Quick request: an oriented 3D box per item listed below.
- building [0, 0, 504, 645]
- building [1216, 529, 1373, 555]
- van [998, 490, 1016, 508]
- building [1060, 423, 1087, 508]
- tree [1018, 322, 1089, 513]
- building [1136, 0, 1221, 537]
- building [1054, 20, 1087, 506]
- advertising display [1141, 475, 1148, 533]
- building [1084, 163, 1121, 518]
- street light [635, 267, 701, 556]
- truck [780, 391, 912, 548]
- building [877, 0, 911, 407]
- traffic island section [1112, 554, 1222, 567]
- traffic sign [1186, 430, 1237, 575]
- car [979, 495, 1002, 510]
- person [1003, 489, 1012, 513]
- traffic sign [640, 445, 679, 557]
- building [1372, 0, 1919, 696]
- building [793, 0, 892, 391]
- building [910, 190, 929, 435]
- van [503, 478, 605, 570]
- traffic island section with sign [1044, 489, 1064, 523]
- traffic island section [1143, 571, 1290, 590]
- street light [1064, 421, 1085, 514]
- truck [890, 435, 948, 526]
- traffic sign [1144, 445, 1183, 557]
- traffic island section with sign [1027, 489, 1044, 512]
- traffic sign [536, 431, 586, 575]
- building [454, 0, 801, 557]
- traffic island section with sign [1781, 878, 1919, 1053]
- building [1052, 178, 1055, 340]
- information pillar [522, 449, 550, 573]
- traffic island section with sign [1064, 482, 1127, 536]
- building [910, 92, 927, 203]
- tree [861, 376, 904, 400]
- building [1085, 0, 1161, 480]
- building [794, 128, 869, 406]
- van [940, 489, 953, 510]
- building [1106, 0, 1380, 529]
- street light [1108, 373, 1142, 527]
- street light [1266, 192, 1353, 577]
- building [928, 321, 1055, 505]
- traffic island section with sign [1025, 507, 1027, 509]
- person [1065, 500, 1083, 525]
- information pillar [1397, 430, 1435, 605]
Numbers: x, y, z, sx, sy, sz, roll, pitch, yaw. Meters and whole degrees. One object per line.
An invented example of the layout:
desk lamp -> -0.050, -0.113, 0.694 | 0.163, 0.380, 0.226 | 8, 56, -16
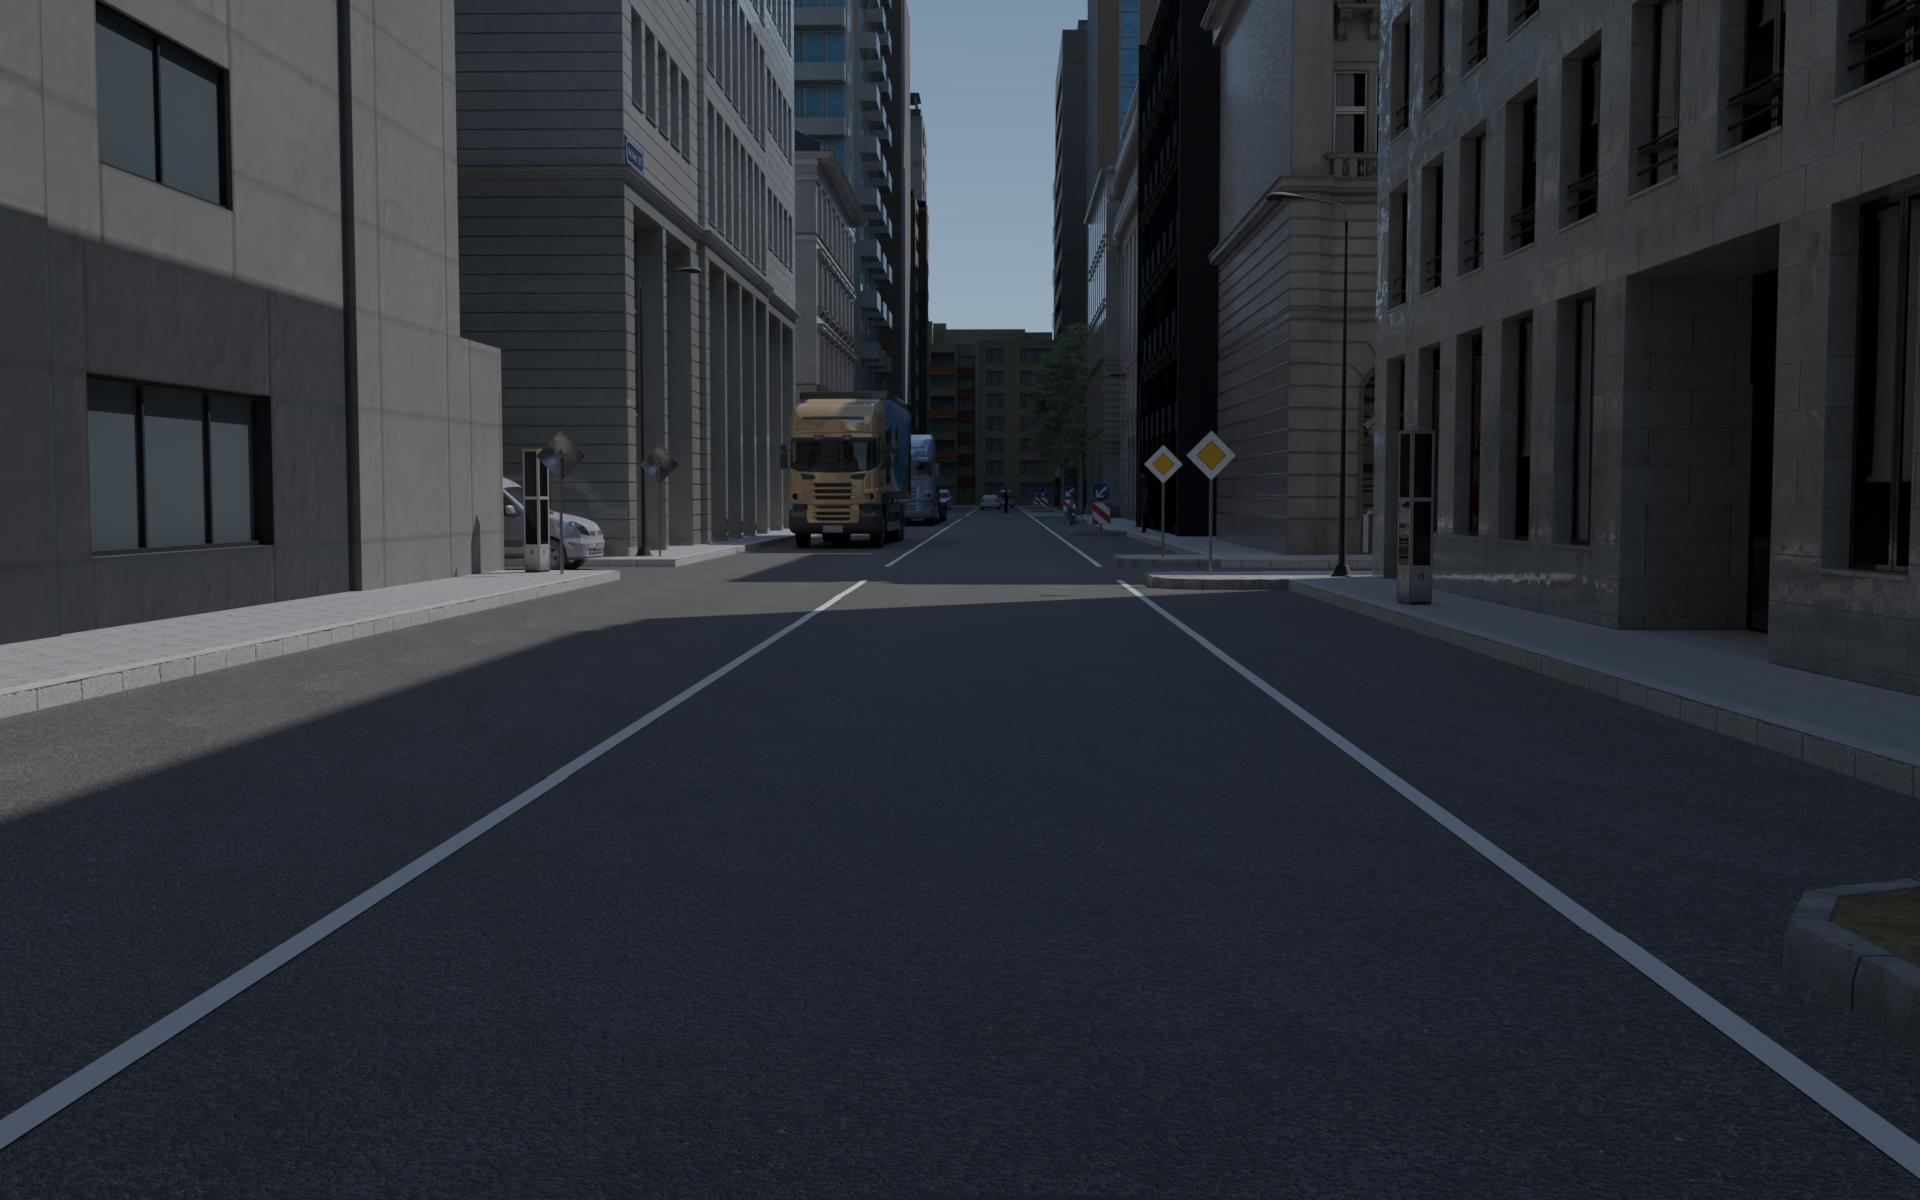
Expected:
building -> -18.278, -35.416, 17.302 | 20.611, 71.187, 20.563 | 0, 4, 1
building -> 18.520, -12.201, 41.282 | 24.055, 21.916, 13.314 | 0, 4, 1
van -> 4.572, -10.185, 173.531 | 2.013, 2.044, 4.112 | 0, 4, 1
building -> 20.373, -51.050, 147.343 | 22.319, 86.520, 31.000 | 0, 4, 1
tree -> 7.599, -12.041, 114.995 | 7.486, 12.596, 7.792 | 0, 3, 0
building -> 12.873, -14.045, 59.311 | 12.332, 23.373, 15.834 | 0, 4, 1
building -> 20.551, -33.704, 174.756 | 21.300, 48.544, 21.600 | 0, 4, 1
advertising display -> 6.120, -3.199, 57.511 | 0.123, 1.923, 0.974 | 1, 4, 13
building -> 12.549, -15.420, 101.267 | 9.793, 20.994, 18.267 | 0, 4, 1
street light -> -6.000, -3.858, 35.624 | 1.470, 5.913, 1.316 | 0, 4, 1
truck -> -3.038, -3.709, 49.556 | 2.839, 4.237, 11.283 | 0, 4, 3
building -> -11.496, -30.456, 148.068 | 14.600, 45.320, 14.200 | 0, 4, 1
traffic island section -> 4.156, -0.799, 35.343 | 2.009, 0.180, 2.903 | 0, 4, 1
traffic sign -> 3.948, -1.446, 27.283 | 0.795, 2.450, 0.064 | 0, 4, 1
car -> 2.821, -9.007, 159.629 | 2.083, 1.381, 4.827 | 0, 4, 2
person -> 3.543, -7.539, 131.781 | 0.705, 1.821, 1.348 | -2, 4, -28
traffic sign -> -6.158, -1.950, 35.523 | 0.795, 2.450, 0.064 | 0, 4, 1
building -> 11.448, -9.984, 17.991 | 10.420, 20.320, 16.860 | 0, 4, 1
building -> -16.555, -30.958, 125.779 | 23.786, 49.044, 30.456 | 0, 4, 1
building -> -10.232, -23.974, 163.678 | 14.160, 30.474, 14.107 | 0, 4, 1
van -> -8.778, -1.560, 32.515 | 4.112, 2.044, 2.013 | 0, 4, 3
traffic island section with sign -> 5.351, -4.791, 86.956 | 1.989, 1.847, 2.006 | 0, 4, 1
traffic island section -> 3.972, -0.311, 27.360 | 2.009, 0.180, 2.903 | 0, 4, 1
street light -> 7.295, -8.427, 110.323 | 1.470, 5.913, 1.316 | 0, 4, 1
truck -> -2.147, -5.797, 84.544 | 2.967, 4.110, 18.799 | 0, 4, 2
traffic sign -> 4.133, -1.934, 35.266 | 0.795, 2.450, 0.064 | 0, 4, 1
traffic island section with sign -> 6.523, -7.873, 137.347 | 1.989, 1.847, 2.006 | 0, 4, 1
traffic sign -> -6.343, -1.462, 27.540 | 0.795, 2.450, 0.064 | 0, 4, 1
building -> -11.847, -16.635, 49.481 | 11.434, 29.767, 29.804 | 0, 4, 1
traffic island section with sign -> 3.463, 0.239, 4.726 | 1.989, 1.847, 2.006 | 0, 4, 1
building -> 17.930, -31.646, 201.012 | 14.086, 41.232, 14.154 | 0, 4, 1
information pillar -> -6.941, -1.461, 28.376 | 0.304, 2.012, 0.304 | 1, 4, 21
traffic island section with sign -> 4.738, -3.141, 59.976 | 1.989, 1.847, 2.006 | 0, 4, 1
building -> -10.467, -30.299, 178.980 | 14.086, 41.232, 14.154 | 0, 4, 1
tree -> -5.266, -9.699, 108.938 | 4.360, 8.622, 3.978 | 0, 3, 0
building -> 16.411, -29.055, 125.155 | 14.600, 45.320, 14.200 | 0, 4, 1
building -> -11.255, -14.307, 84.829 | 10.553, 20.767, 40.483 | 0, 4, 1
van -> -1.620, -9.083, 155.518 | 2.013, 2.044, 4.112 | 0, 3, 0
building -> 14.107, -14.573, 80.076 | 13.314, 21.916, 24.055 | 0, 4, 1
street light -> 6.384, -5.767, 66.832 | 1.470, 5.913, 1.316 | 0, 4, 1
street light -> 5.410, -3.320, 26.823 | 1.470, 5.913, 1.316 | 0, 4, 1
building -> -3.421, -22.198, 207.981 | 28.899, 21.520, 27.650 | 0, 4, 1
traffic island section with sign -> 7.153, -9.571, 165.110 | 1.989, 1.847, 2.006 | 0, 4, 1
person -> 5.170, -4.013, 79.610 | 0.738, 1.151, 1.012 | -1, 4, -15
information pillar -> 5.292, -0.956, 20.117 | 0.304, 2.012, 0.304 | -1, 4, -15
